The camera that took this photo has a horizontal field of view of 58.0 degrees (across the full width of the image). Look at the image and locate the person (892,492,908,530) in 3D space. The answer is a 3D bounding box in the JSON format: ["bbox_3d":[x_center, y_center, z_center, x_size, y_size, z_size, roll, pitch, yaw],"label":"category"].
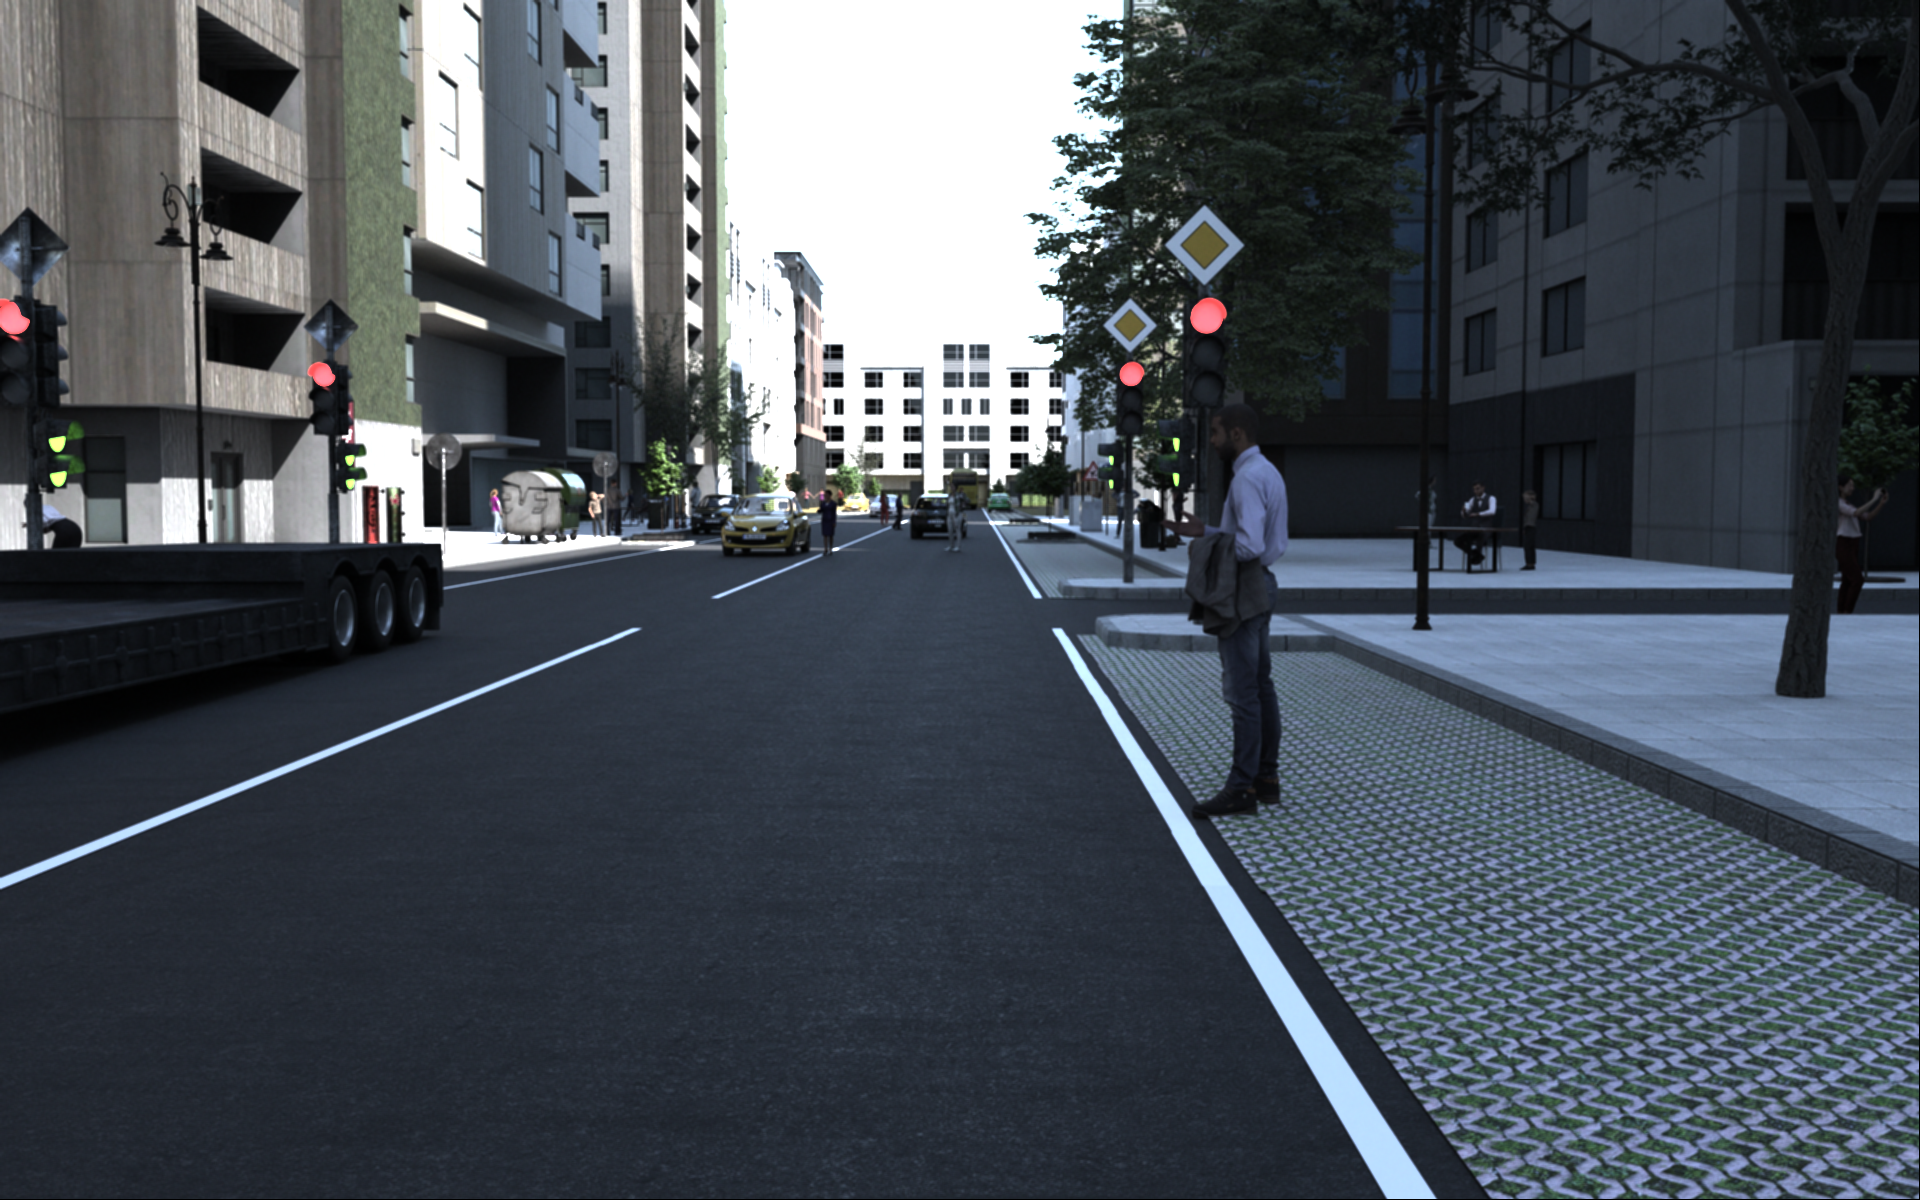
[{"bbox_3d":[-2.383,-3.568,69.525,0.600,1.496,0.574,1,4,15],"label":"person"}]

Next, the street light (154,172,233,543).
[{"bbox_3d":[-11.134,-3.213,25.323,0.468,5.910,1.993,0,4,0],"label":"street light"}]

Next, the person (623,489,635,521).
[{"bbox_3d":[-15.500,-4.434,81.078,0.613,1.512,0.480,-1,4,-11],"label":"person"}]

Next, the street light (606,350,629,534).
[{"bbox_3d":[-10.957,-5.061,55.528,0.468,5.910,1.993,0,4,0],"label":"street light"}]

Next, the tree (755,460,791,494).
[{"bbox_3d":[-10.803,-6.371,98.759,1.663,3.219,1.824,0,3,0],"label":"tree"}]

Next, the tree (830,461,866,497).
[{"bbox_3d":[-10.796,-11.218,167.121,4.285,4.588,4.351,0,3,0],"label":"tree"}]

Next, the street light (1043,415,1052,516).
[{"bbox_3d":[5.024,-7.736,99.269,0.468,5.910,1.993,0,4,0],"label":"street light"}]

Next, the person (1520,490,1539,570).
[{"bbox_3d":[9.609,-1.182,29.286,0.340,1.345,0.435,0,4,5],"label":"person"}]

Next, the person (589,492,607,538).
[{"bbox_3d":[-10.585,-2.485,50.583,0.435,1.345,0.340,-2,4,-34],"label":"person"}]

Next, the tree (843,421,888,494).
[{"bbox_3d":[-9.768,-13.806,176.094,4.360,8.622,3.978,0,3,0],"label":"tree"}]

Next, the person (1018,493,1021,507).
[{"bbox_3d":[6.080,-10.387,176.782,0.530,1.710,0.541,3,4,36],"label":"person"}]

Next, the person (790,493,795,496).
[{"bbox_3d":[-12.631,-7.506,129.703,0.436,1.711,0.756,2,4,33],"label":"person"}]

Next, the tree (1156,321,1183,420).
[{"bbox_3d":[9.476,-7.060,65.800,4.360,8.622,3.978,0,3,0],"label":"tree"}]

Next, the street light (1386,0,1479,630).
[{"bbox_3d":[4.374,-2.656,16.217,0.468,5.910,1.993,0,4,0],"label":"street light"}]

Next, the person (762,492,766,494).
[{"bbox_3d":[-11.725,-5.871,102.758,0.721,1.743,1.217,-1,4,-10],"label":"person"}]

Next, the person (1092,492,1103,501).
[{"bbox_3d":[4.900,-3.194,62.166,0.435,1.345,0.340,0,4,7],"label":"person"}]

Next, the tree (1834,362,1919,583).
[{"bbox_3d":[13.312,-1.893,25.545,1.663,3.219,1.824,0,3,0],"label":"tree"}]

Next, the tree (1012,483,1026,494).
[{"bbox_3d":[5.997,-10.786,170.958,1.663,3.219,1.824,0,3,0],"label":"tree"}]

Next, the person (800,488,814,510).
[{"bbox_3d":[-12.127,-7.968,137.040,1.217,1.743,0.721,1,4,13],"label":"person"}]

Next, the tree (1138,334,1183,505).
[{"bbox_3d":[9.092,-7.823,78.264,4.737,8.622,4.395,0,3,0],"label":"tree"}]

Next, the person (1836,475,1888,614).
[{"bbox_3d":[9.986,-0.572,19.305,0.517,1.644,0.566,0,4,-8],"label":"person"}]

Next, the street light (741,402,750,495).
[{"bbox_3d":[-10.545,-6.894,85.501,0.468,5.910,1.993,0,4,0],"label":"street light"}]

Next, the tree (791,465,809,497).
[{"bbox_3d":[-11.173,-7.446,116.338,1.663,3.219,1.824,0,3,0],"label":"tree"}]

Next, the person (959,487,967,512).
[{"bbox_3d":[0.019,-4.067,75.815,0.431,1.722,0.655,-2,4,-33],"label":"person"}]

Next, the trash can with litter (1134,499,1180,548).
[{"bbox_3d":[4.691,-1.828,41.269,1.055,1.170,0.624,-2,4,-30],"label":"trash can with litter"}]

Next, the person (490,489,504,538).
[{"bbox_3d":[-13.597,-2.562,51.171,0.726,1.434,0.776,3,5,39],"label":"person"}]

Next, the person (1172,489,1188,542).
[{"bbox_3d":[5.910,-2.387,46.545,0.415,1.643,0.593,0,4,0],"label":"person"}]

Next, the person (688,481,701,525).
[{"bbox_3d":[-10.801,-3.934,70.516,0.789,1.805,0.875,2,4,30],"label":"person"}]

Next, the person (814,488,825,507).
[{"bbox_3d":[-10.753,-7.819,134.573,1.217,1.739,0.721,0,4,1],"label":"person"}]

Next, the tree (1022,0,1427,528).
[{"bbox_3d":[5.178,-6.969,32.064,7.486,12.596,7.792,0,3,0],"label":"tree"}]

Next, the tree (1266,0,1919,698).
[{"bbox_3d":[5.285,-4.645,10.359,8.767,10.594,7.601,0,4,7],"label":"tree"}]

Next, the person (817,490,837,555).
[{"bbox_3d":[-3.117,-1.819,40.616,0.453,1.535,0.546,0,4,0],"label":"person"}]

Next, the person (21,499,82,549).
[{"bbox_3d":[-12.165,-0.702,23.167,0.799,1.438,0.628,-1,4,-18],"label":"person"}]

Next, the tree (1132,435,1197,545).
[{"bbox_3d":[5.225,-3.014,43.877,1.663,3.219,1.824,0,3,0],"label":"tree"}]

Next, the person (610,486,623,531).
[{"bbox_3d":[-12.018,-3.207,60.535,0.516,1.574,0.319,3,4,38],"label":"person"}]

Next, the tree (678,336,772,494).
[{"bbox_3d":[-11.214,-8.003,81.208,4.737,8.622,4.395,0,3,0],"label":"tree"}]

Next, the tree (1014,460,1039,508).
[{"bbox_3d":[6.813,-10.991,163.409,4.285,4.588,4.351,0,3,0],"label":"tree"}]

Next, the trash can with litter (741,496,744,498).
[{"bbox_3d":[-10.821,-4.646,87.352,0.624,1.170,1.055,1,4,16],"label":"trash can with litter"}]

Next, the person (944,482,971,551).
[{"bbox_3d":[-0.120,-2.103,43.606,0.376,1.734,0.841,-3,5,-39],"label":"person"}]

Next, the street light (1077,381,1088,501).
[{"bbox_3d":[4.891,-5.877,68.874,0.468,5.910,1.993,0,4,0],"label":"street light"}]

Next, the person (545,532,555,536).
[{"bbox_3d":[-12.603,-2.838,52.897,0.568,1.767,0.683,-3,4,-36],"label":"person"}]

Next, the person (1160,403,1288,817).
[{"bbox_3d":[1.172,0.030,7.871,0.599,1.838,0.709,1,4,20],"label":"person"}]

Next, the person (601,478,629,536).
[{"bbox_3d":[-10.576,-2.852,53.196,0.617,1.759,0.750,1,4,18],"label":"person"}]

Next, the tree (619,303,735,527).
[{"bbox_3d":[-11.220,-7.154,67.336,4.360,8.622,3.978,0,3,0],"label":"tree"}]

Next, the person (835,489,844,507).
[{"bbox_3d":[-11.899,-10.114,171.344,0.705,1.831,1.348,-3,5,-42],"label":"person"}]

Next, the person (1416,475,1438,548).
[{"bbox_3d":[10.993,-2.075,40.686,0.376,1.734,0.841,3,5,40],"label":"person"}]

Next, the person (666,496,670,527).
[{"bbox_3d":[-11.369,-3.573,66.733,0.388,1.546,0.482,-3,5,-44],"label":"person"}]

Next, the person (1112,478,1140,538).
[{"bbox_3d":[4.770,-2.656,50.184,0.841,1.734,0.376,1,4,21],"label":"person"}]

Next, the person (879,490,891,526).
[{"bbox_3d":[-3.360,-4.122,77.596,0.444,1.614,0.593,-1,4,-15],"label":"person"}]
